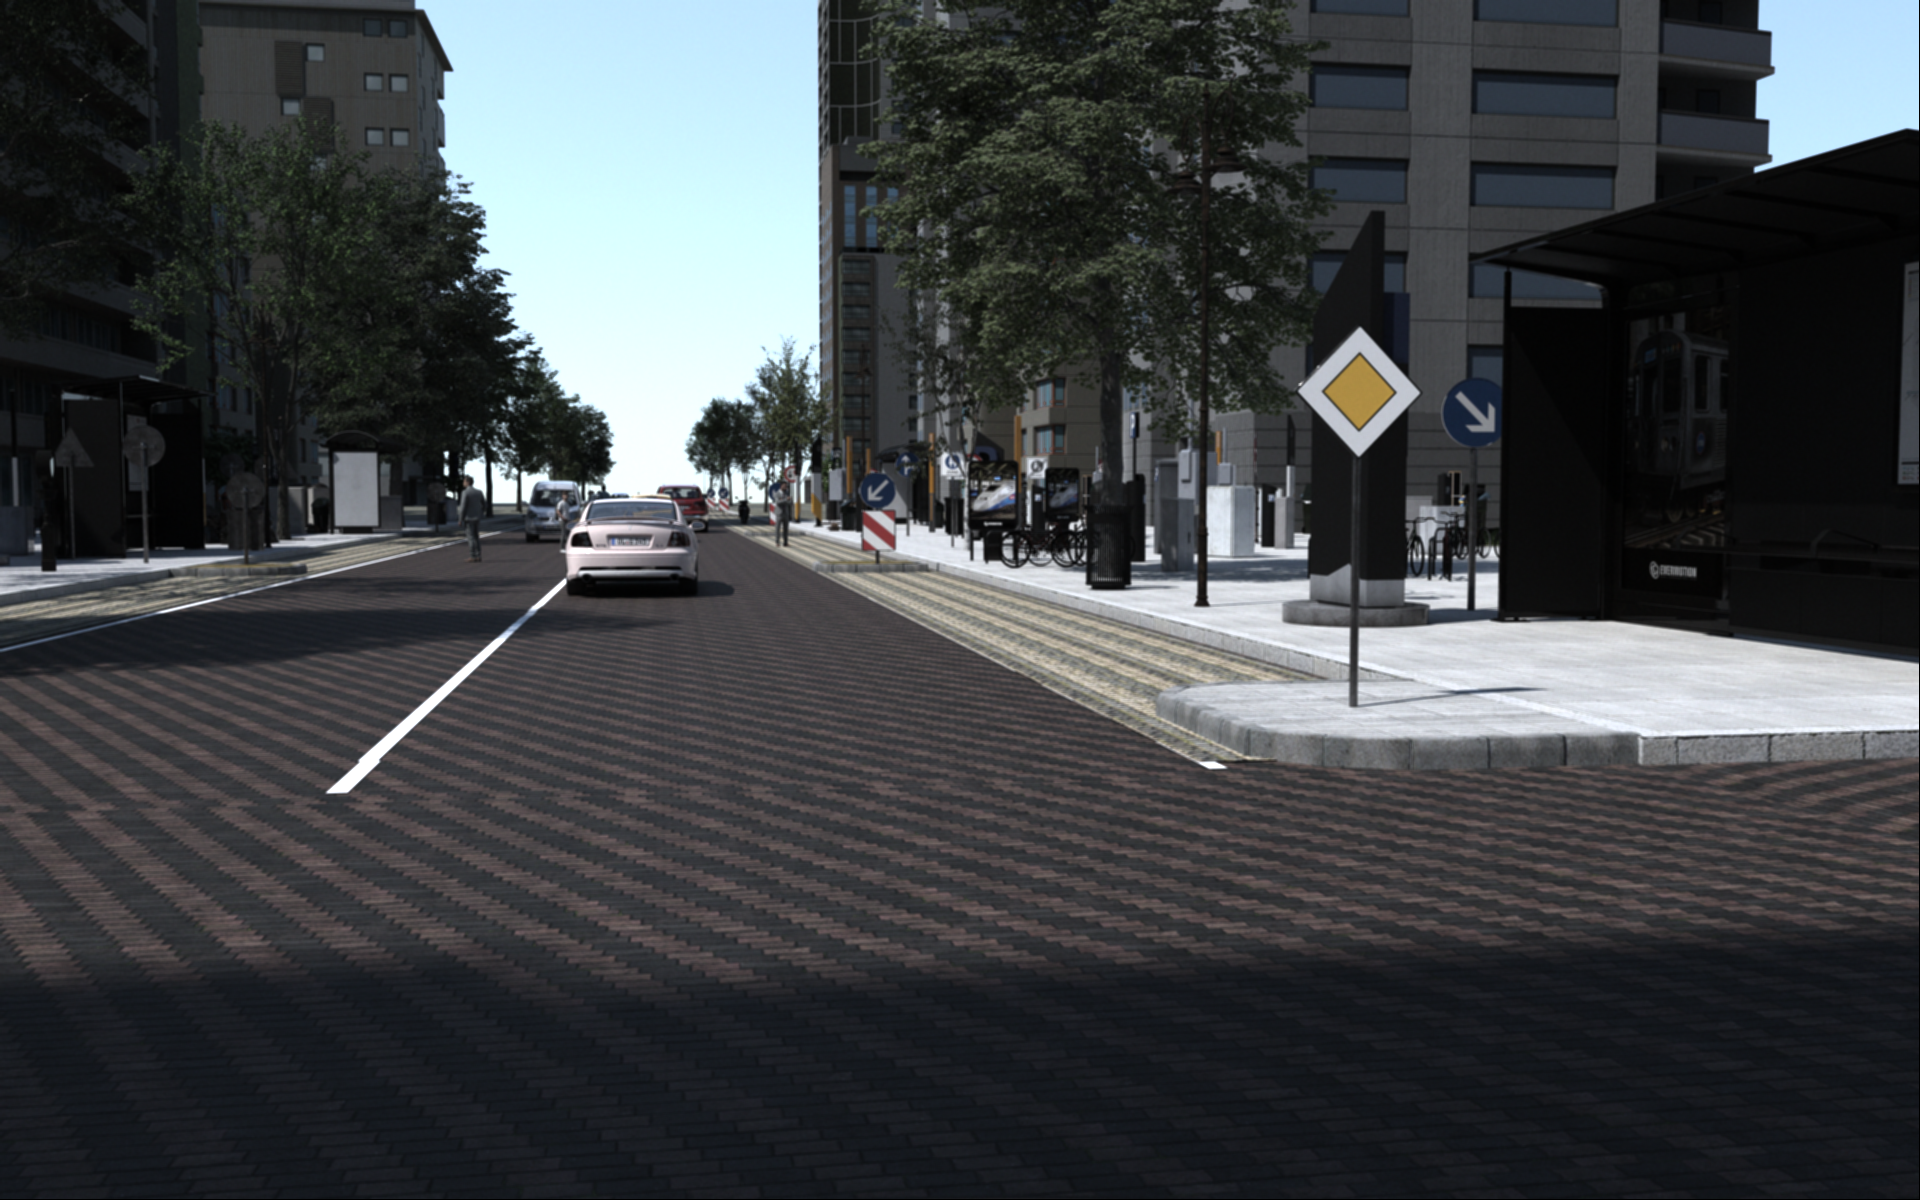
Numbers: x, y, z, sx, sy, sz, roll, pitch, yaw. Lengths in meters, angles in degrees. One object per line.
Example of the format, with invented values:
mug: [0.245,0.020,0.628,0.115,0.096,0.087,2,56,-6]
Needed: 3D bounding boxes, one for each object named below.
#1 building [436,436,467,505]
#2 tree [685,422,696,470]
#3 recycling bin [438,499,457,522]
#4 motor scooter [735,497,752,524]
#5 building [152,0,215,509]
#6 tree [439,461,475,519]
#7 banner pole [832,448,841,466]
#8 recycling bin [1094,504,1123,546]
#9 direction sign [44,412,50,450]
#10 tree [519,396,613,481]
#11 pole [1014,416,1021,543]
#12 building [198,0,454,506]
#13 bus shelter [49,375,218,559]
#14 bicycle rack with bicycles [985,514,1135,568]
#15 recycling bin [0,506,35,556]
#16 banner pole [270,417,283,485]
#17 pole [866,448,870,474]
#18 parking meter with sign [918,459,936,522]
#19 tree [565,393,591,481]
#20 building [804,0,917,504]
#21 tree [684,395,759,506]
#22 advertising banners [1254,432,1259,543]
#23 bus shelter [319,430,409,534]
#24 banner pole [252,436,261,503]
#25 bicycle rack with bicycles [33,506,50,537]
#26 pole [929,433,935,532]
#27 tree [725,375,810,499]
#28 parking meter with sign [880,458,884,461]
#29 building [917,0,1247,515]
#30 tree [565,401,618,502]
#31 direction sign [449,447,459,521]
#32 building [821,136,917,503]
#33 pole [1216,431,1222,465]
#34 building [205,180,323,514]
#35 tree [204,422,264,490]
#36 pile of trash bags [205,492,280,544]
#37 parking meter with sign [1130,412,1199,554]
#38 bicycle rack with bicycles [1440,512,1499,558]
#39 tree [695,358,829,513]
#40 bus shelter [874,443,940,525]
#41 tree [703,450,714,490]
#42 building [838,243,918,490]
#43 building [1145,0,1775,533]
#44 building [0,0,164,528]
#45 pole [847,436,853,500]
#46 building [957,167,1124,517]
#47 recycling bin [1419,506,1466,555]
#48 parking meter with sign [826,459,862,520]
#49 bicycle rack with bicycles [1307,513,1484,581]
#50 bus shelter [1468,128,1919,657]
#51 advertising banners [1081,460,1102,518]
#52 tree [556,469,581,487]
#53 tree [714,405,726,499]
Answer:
building: [-77.141,-31.790,211.646,32.217,40.220,23.993,-1,4,-10]
tree: [-23.446,-14.411,170.037,7.601,10.594,8.767,-1,4,-16]
recycling bin: [-23.954,-4.175,80.815,0.722,1.027,0.722,1,4,18]
motor scooter: [-10.419,-4.327,83.517,0.815,1.314,1.986,-1,4,-11]
building: [-46.278,-24.554,85.057,14.154,41.232,14.086,-1,4,-10]
tree: [-25.825,-5.733,88.334,1.663,3.219,1.824,0,3,0]
banner pole: [-5.695,-5.648,82.355,0.863,3.779,0.401,1,4,17]
recycling bin: [3.681,-1.791,41.834,0.722,1.027,0.722,-1,4,-19]
direction sign: [-24.921,-3.409,47.741,0.876,3.537,0.379,2,4,31]
tree: [-37.290,-13.683,158.136,8.767,10.594,7.601,2,4,30]
pole: [1.505,-3.135,45.104,0.158,3.312,0.155,0,3,0]
building: [-70.295,-36.522,186.368,28.713,52.752,27.495,-1,4,-10]
bus shelter: [-17.550,-2.804,37.133,1.731,3.624,6.357,-1,4,-10]
bicycle rack with bicycles: [1.778,-1.093,31.257,2.925,0.926,2.852,-1,4,-15]
recycling bin: [-19.806,-1.444,36.166,0.722,1.027,0.722,-1,4,-17]
banner pole: [-21.997,-4.027,55.863,0.401,3.779,0.863,1,4,12]
pole: [-4.083,-5.098,77.203,0.158,3.312,0.155,0,3,0]
parking meter with sign: [-1.555,-5.074,79.226,0.543,3.016,1.738,1,4,11]
tree: [-40.604,-15.565,172.610,7.486,12.596,7.792,0,3,0]
building: [-10.196,-48.697,234.440,20.563,71.187,20.611,-1,4,-10]
tree: [-24.325,-15.689,182.268,9.928,11.665,9.643,0,3,0]
advertising banners: [7.838,-3.034,45.786,0.090,3.025,2.074,0,4,8]
bus shelter: [-19.749,-3.899,57.680,2.014,3.302,5.546,-1,4,-10]
banner pole: [-30.574,-5.221,75.374,0.863,3.779,0.401,3,5,41]
bicycle rack with bicycles: [-27.782,-2.262,50.361,2.852,0.926,2.925,-2,4,-25]
pole: [-0.936,-3.932,58.136,0.158,3.312,0.155,0,3,0]
tree: [-10.950,-9.400,104.051,4.360,8.622,3.978,0,3,0]
parking meter with sign: [-3.425,-5.225,81.682,0.543,3.016,1.738,-1,4,-9]
building: [7.207,-36.246,134.621,21.231,58.520,28.212,-1,4,-10]
tree: [-51.941,-20.304,238.629,9.857,13.997,8.962,0,3,0]
direction sign: [-23.925,-5.497,81.880,0.379,3.537,0.876,-3,5,-44]
building: [-9.816,-34.713,217.664,14.600,45.320,14.200,-1,4,-10]
pole: [8.409,-3.823,56.349,0.158,3.312,0.155,0,3,0]
building: [-56.344,-15.942,105.692,27.650,21.520,28.899,-1,4,-10]
tree: [-33.298,-5.817,78.822,4.285,4.588,4.351,0,3,0]
pile of trash bags: [-19.494,-2.166,45.173,3.447,1.369,1.912,1,4,21]
parking meter with sign: [4.538,-2.492,37.002,1.738,3.016,0.543,0,4,-6]
bicycle rack with bicycles: [10.410,-1.266,34.083,2.925,0.926,2.852,-3,5,-42]
tree: [-13.435,-11.320,119.498,8.767,10.594,7.601,-1,4,-11]
bus shelter: [-2.197,-4.739,71.407,2.014,3.302,5.546,-1,4,-10]
tree: [-28.149,-15.415,202.390,4.360,8.622,3.978,0,3,0]
building: [-7.499,-26.437,203.950,14.160,30.474,14.107,-1,4,-10]
building: [17.507,-32.310,70.262,21.231,58.520,28.212,-1,4,-10]
building: [-45.011,-27.030,65.650,21.300,48.544,21.600,-1,4,-10]
pole: [-3.901,-4.125,61.292,0.158,3.312,0.155,0,3,0]
building: [15.894,-16.090,108.112,27.650,21.520,28.899,-1,4,-10]
recycling bin: [10.210,-1.475,36.664,0.722,1.027,0.722,-1,4,-12]
parking meter with sign: [-5.735,-5.456,85.468,1.738,3.016,0.543,0,4,1]
bicycle rack with bicycles: [6.577,-0.830,26.954,2.852,0.926,2.925,1,4,18]
bus shelter: [6.403,-1.413,14.386,1.731,3.624,6.357,-1,4,-10]
advertising banners: [6.326,-5.562,87.123,2.074,3.025,0.090,1,4,12]
tree: [-41.114,-12.057,180.840,4.285,4.588,4.351,0,3,0]
tree: [-16.207,-11.043,130.915,4.360,8.622,3.978,0,3,0]
